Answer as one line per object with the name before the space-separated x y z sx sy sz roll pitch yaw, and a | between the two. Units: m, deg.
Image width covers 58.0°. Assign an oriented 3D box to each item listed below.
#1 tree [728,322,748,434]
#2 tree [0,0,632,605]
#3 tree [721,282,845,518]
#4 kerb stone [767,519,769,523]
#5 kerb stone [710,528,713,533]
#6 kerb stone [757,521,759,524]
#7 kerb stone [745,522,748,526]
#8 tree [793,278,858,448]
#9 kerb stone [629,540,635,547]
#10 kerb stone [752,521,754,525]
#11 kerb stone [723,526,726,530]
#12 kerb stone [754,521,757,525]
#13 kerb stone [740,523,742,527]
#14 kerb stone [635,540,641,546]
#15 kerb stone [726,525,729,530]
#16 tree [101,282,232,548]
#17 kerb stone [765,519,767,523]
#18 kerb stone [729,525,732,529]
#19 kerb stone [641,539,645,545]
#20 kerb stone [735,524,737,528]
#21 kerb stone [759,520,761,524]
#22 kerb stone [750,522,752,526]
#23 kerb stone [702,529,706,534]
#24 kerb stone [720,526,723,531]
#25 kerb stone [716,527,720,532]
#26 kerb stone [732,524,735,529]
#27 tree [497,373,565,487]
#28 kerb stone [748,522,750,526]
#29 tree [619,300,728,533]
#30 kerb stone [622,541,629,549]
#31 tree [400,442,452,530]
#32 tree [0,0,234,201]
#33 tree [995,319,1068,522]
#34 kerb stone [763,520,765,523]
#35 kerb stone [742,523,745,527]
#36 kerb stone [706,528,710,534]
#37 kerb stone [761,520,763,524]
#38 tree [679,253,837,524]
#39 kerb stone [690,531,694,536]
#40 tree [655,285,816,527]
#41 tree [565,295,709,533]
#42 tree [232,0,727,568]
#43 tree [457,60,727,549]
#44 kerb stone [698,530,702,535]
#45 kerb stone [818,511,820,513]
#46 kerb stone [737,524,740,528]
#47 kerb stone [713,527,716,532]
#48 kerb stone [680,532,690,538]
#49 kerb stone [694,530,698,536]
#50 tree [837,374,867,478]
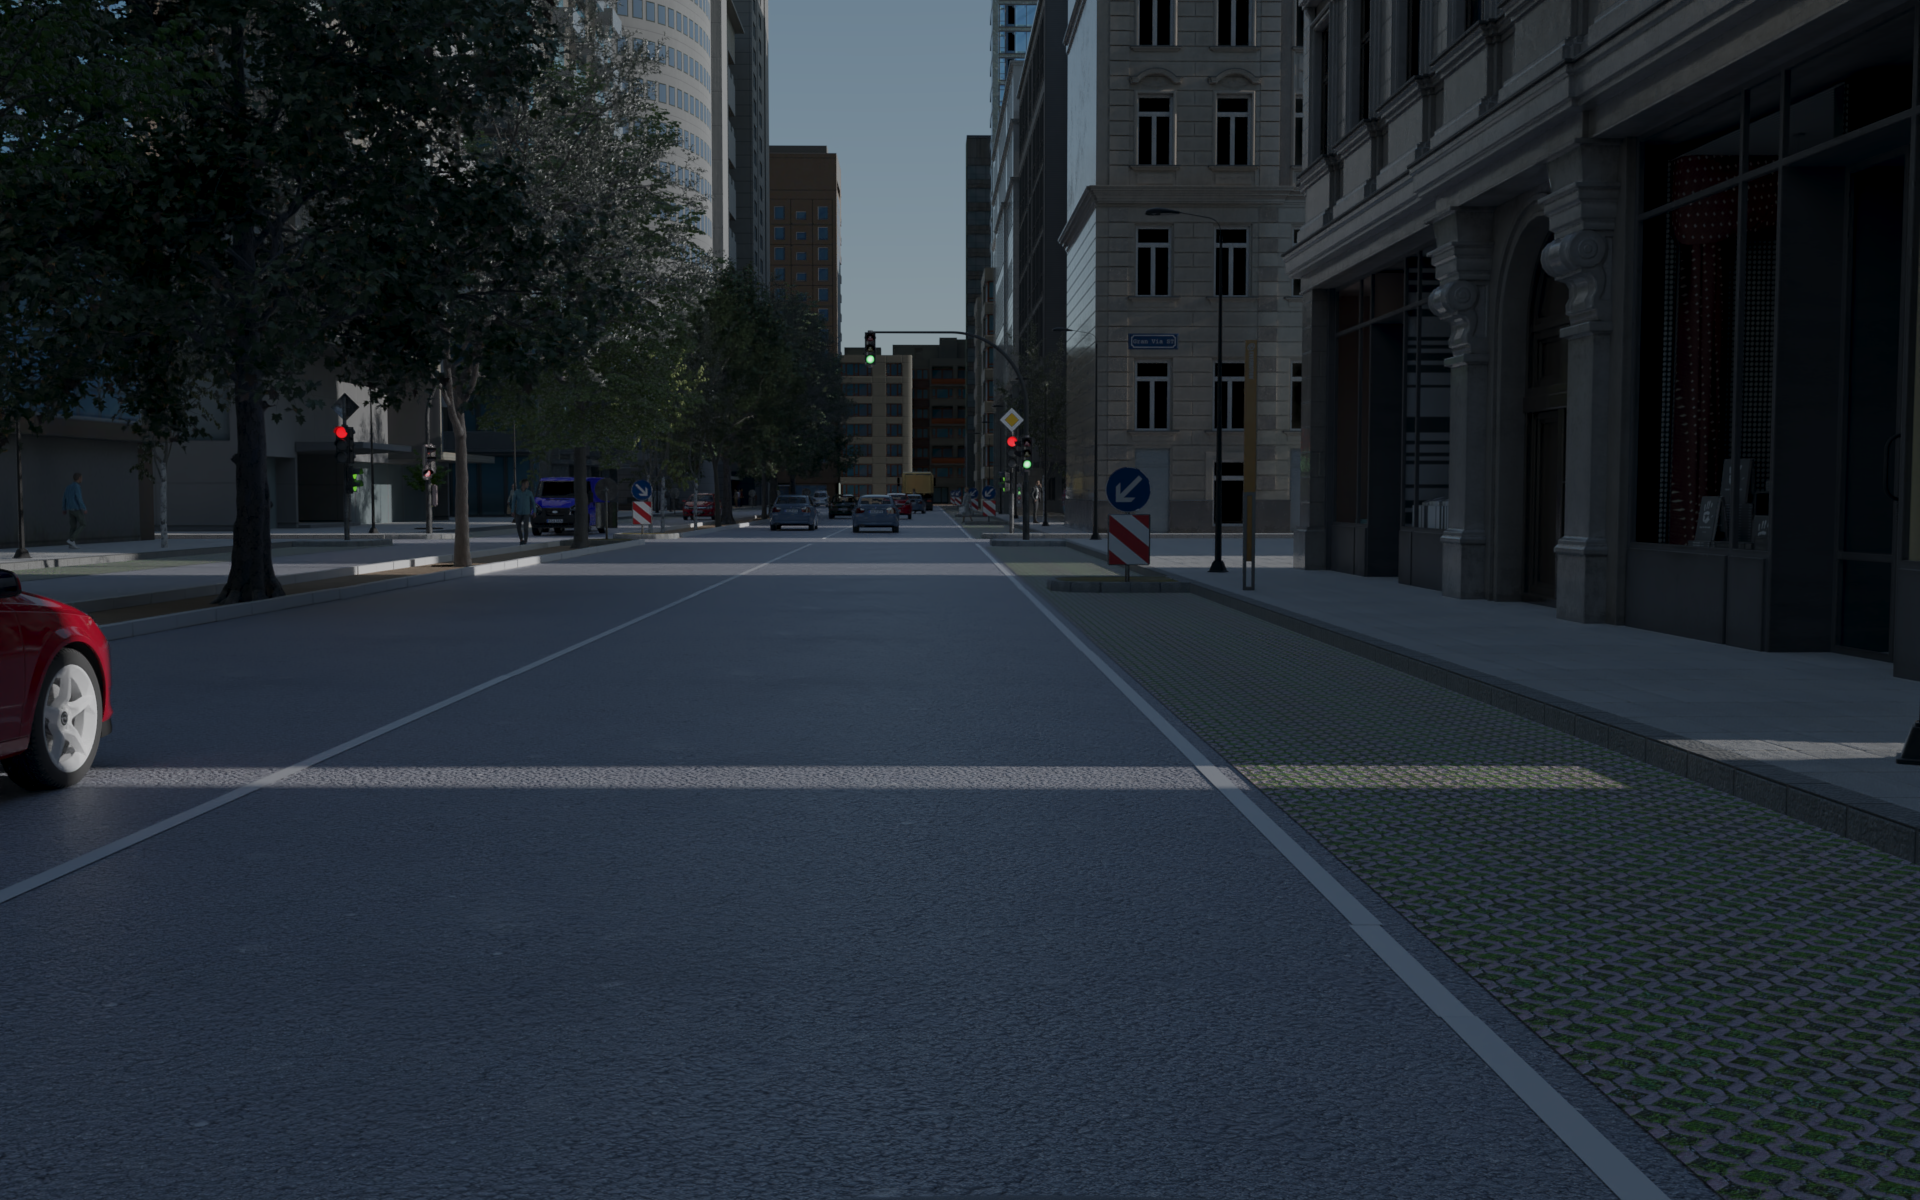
tree | -10.295 -7.000 67.265 4.360 8.622 3.978 0 3 0
tree | -9.254 -6.297 22.424 9.611 12.733 9.660 0 3 0
tree | -11.345 -11.956 104.592 9.857 13.997 8.962 0 3 0
kerb stone | -9.735 -3.906 86.066 0.120 0.150 1.000 0 4 -1
kerb stone | -9.279 -2.529 63.543 0.120 0.150 1.000 0 4 -1
kerb stone | -9.627 -3.593 80.946 0.120 0.150 1.000 0 4 -1
kerb stone | -9.525 -3.280 75.820 0.120 0.150 1.000 0 4 -1
tree | -10.601 -11.057 93.606 12.009 13.543 11.850 0 3 0
kerb stone | -8.944 -1.491 46.579 0.120 0.150 1.000 0 4 -1
kerb stone | -9.592 -3.465 78.898 0.120 0.150 1.000 0 4 -1
kerb stone | -9.365 -2.775 67.632 0.120 0.150 1.000 0 4 -1
kerb stone | -9.599 -3.531 79.924 0.120 0.150 1.000 0 4 -1
kerb stone | -9.487 -3.155 73.776 0.120 0.150 1.000 0 4 -1
kerb stone | -8.969 -1.554 47.604 0.120 0.150 1.000 0 4 -1
kerb stone | -9.379 -2.841 68.654 0.120 0.150 1.000 0 4 -1
tree | -18.952 -5.569 41.418 4.360 8.622 3.978 0 3 0
kerb stone | -9.703 -3.844 85.044 0.120 0.150 1.000 0 4 -1
kerb stone | -9.401 -2.904 69.679 0.120 0.150 1.000 0 4 -1
kerb stone | -8.982 -1.612 48.634 0.120 0.150 1.000 0 4 -1
kerb stone | -9.448 -3.029 71.724 0.120 0.150 1.000 0 4 -1
kerb stone | -9.645 -3.655 81.970 0.120 0.150 1.000 0 4 -1
kerb stone | -9.571 -3.400 77.876 0.120 0.150 1.000 0 4 -1
kerb stone | -9.240 -2.402 61.488 0.120 0.150 1.000 0 4 -1
kerb stone | -9.342 -2.716 66.609 0.120 0.150 1.000 0 4 -1
kerb stone | -9.323 -2.654 65.587 0.120 0.150 1.000 0 4 -1
kerb stone | -9.418 -2.967 70.702 0.120 0.150 1.000 0 4 -1
tree | -21.292 -8.450 88.522 4.737 8.622 4.395 0 3 0
kerb stone | -9.549 -3.335 76.851 0.120 0.150 1.000 0 4 -1
tree | -10.624 -6.663 61.754 4.360 8.622 3.978 0 3 0
kerb stone | -8.919 -1.427 45.557 0.120 0.150 1.000 0 4 -1
tree | -19.434 -4.195 63.190 1.663 3.219 1.824 0 3 0
tree | -9.021 -5.162 12.609 9.928 11.665 9.643 0 3 0
tree | 3.510 -7.447 72.114 4.360 8.622 3.978 0 3 0
kerb stone | -9.690 -3.781 84.014 0.120 0.150 1.000 0 4 -1
kerb stone | -9.504 -3.217 74.798 0.120 0.150 1.000 0 4 -1
kerb stone | -9.252 -2.466 62.516 0.120 0.150 1.000 0 4 -1
kerb stone | -9.668 -3.718 82.992 0.120 0.150 1.000 0 4 -1
tree | -11.059 -9.939 81.975 9.611 12.733 9.660 0 3 0
kerb stone | -9.183 -2.215 58.404 0.120 0.150 1.000 0 4 -1
tree | -10.210 -8.346 73.331 8.767 10.594 7.601 0 4 -1
tree | -10.246 -6.379 57.121 4.737 8.622 4.395 0 3 0
tree | -9.715 -7.374 33.394 12.009 13.543 11.850 0 3 0
tree | -10.033 -7.631 45.356 7.486 12.596 7.792 0 3 0
kerb stone | -9.217 -2.340 60.454 0.120 0.150 1.000 0 4 -1
kerb stone | -10.601 -6.602 130.136 0.120 0.150 1.000 0 4 -1
kerb stone | -9.468 -3.089 72.754 0.120 0.150 1.000 0 4 -1
kerb stone | -9.300 -2.591 64.565 0.120 0.150 1.000 0 4 -1
kerb stone | -9.163 -2.152 57.382 0.120 0.150 1.000 0 4 -1
kerb stone | -9.197 -2.277 59.426 0.120 0.150 1.000 0 4 -1
tree | -11.078 -11.926 114.453 9.611 12.733 9.660 0 3 0
